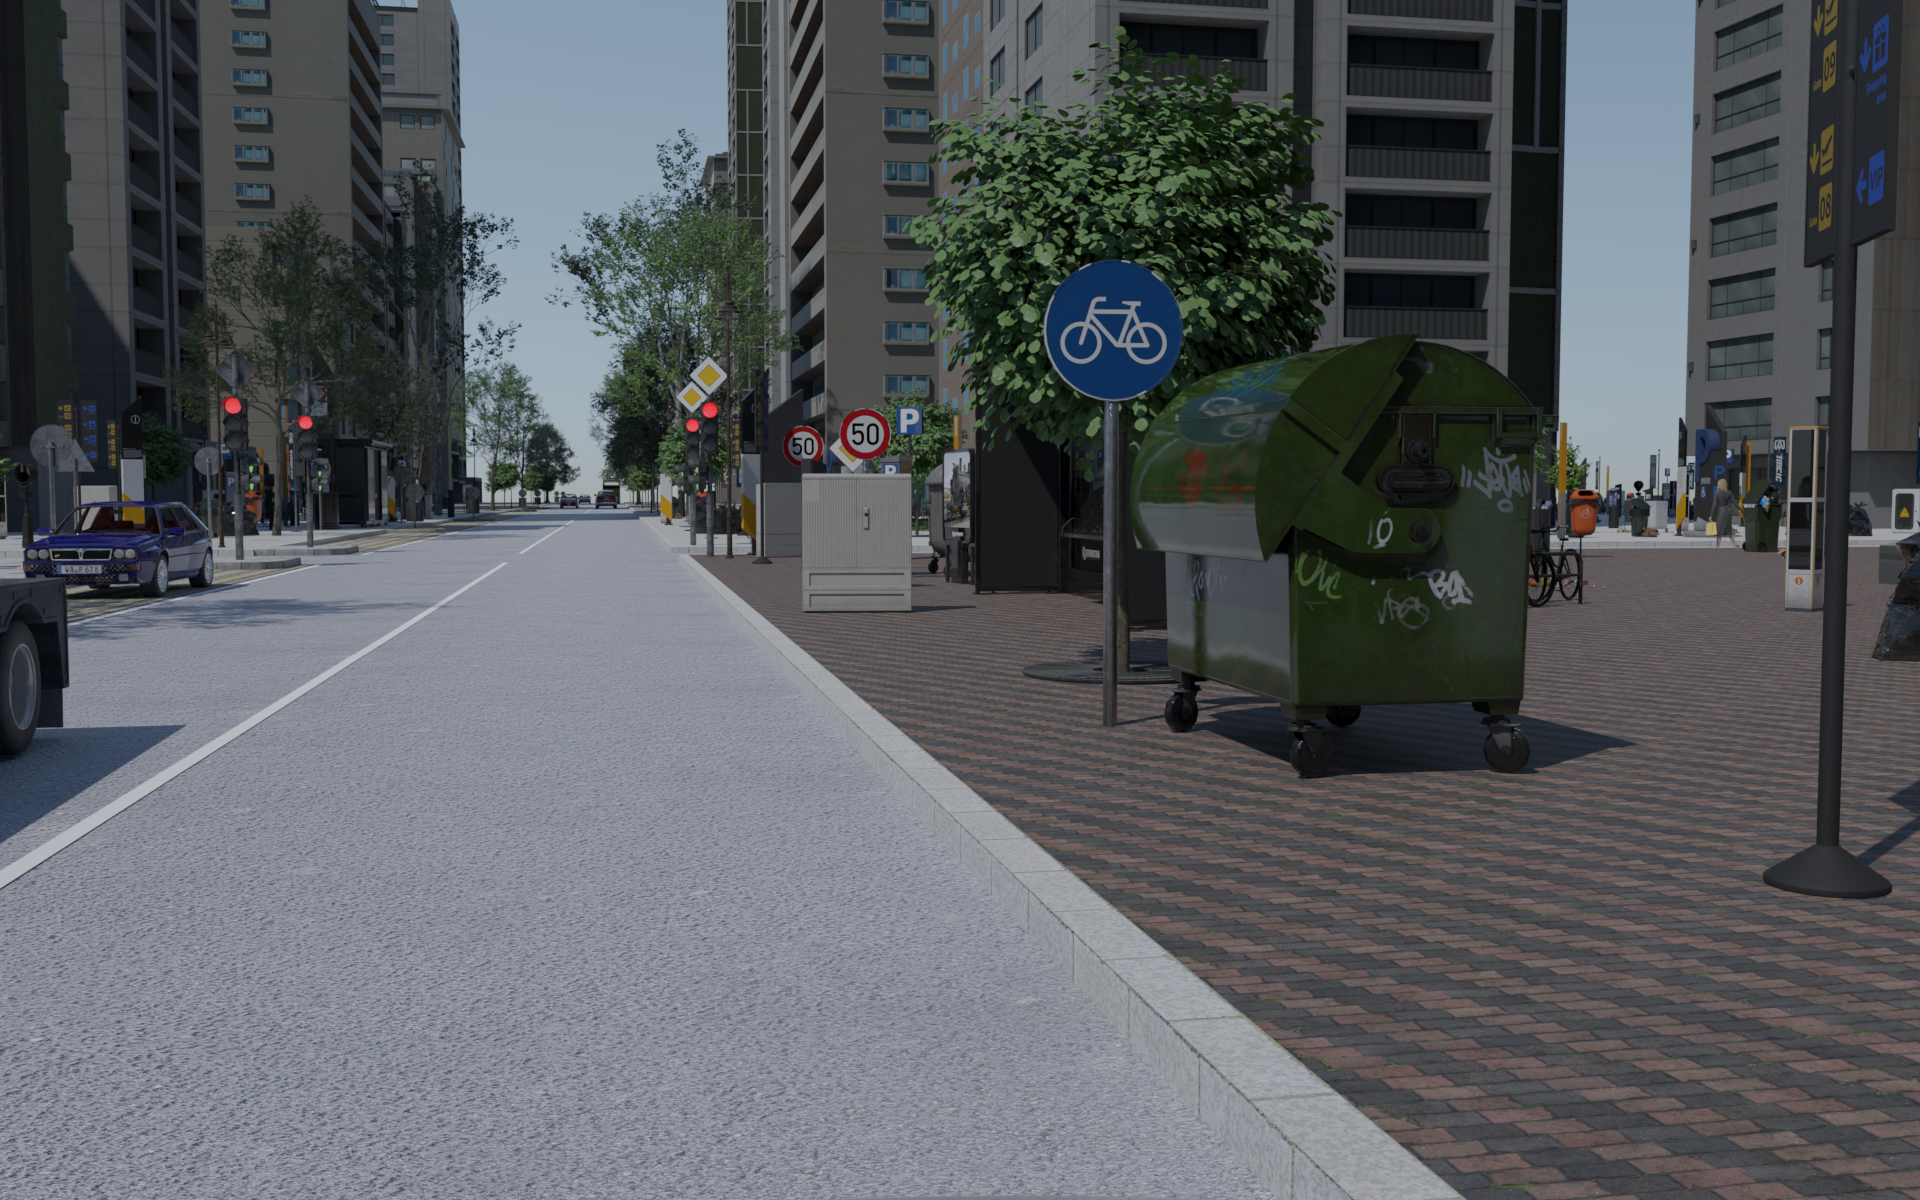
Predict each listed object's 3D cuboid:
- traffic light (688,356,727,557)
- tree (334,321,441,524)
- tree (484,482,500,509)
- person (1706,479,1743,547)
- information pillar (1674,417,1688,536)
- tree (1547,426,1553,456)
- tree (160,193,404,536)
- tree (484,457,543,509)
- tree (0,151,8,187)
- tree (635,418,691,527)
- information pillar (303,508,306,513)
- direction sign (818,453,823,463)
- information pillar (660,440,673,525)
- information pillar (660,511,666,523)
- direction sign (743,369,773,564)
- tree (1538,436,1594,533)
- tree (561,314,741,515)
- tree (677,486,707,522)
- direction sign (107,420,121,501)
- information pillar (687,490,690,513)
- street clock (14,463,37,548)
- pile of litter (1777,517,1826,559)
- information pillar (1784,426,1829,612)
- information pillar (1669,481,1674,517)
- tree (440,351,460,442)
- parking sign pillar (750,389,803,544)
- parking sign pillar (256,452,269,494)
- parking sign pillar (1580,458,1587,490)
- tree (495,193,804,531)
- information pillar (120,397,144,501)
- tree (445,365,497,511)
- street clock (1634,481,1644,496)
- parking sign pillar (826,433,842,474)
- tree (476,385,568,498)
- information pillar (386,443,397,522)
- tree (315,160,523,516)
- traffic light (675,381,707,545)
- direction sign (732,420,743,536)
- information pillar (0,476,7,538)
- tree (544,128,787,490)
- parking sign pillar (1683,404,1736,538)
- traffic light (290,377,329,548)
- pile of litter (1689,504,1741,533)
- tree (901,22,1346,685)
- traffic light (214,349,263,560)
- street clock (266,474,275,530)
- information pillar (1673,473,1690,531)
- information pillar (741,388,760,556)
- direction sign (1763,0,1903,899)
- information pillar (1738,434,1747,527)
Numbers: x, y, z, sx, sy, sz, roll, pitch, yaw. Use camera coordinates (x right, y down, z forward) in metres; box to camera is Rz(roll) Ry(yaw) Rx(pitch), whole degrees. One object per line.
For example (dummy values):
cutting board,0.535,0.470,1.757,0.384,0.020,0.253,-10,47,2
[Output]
traffic light,-5.141,-2.845,35.431,0.839,4.253,0.868,-1,4,-11
tree,-24.380,-7.520,73.315,4.360,8.622,3.978,0,3,0
tree,-41.002,-9.616,151.820,1.663,3.219,1.824,0,3,0
person,19.123,-2.064,42.470,1.509,1.804,0.699,2,4,27
information pillar,21.953,-3.751,52.683,0.183,3.616,0.504,0,4,1
tree,16.603,-4.286,53.787,4.285,4.588,4.351,0,3,0
tree,-20.746,-7.265,53.193,7.601,10.594,8.767,-1,4,-22
tree,-38.933,-10.028,147.674,4.285,4.588,4.351,0,3,0
tree,-13.419,-5.040,16.820,7.601,10.594,8.767,-3,5,-43
tree,-10.239,-5.128,67.564,4.285,4.588,4.351,0,3,0
information pillar,-42.481,-6.599,112.384,0.304,2.012,0.304,-1,4,-17
direction sign,-6.000,-4.931,72.613,0.379,3.537,0.876,2,4,31
information pillar,-12.074,-4.884,71.205,0.504,3.616,0.183,0,4,5
information pillar,-12.968,-4.380,76.100,0.304,2.012,0.304,1,4,16
direction sign,-3.640,-2.435,31.805,0.379,3.537,0.876,0,4,8
tree,20.098,-3.822,57.097,1.663,3.219,1.824,0,3,0
tree,-18.336,-11.666,107.750,9.611,12.733,9.660,0,3,0
tree,-12.476,-5.242,80.311,1.663,3.219,1.824,0,3,0
direction sign,-25.691,-3.727,52.940,0.876,3.537,0.379,1,4,22
information pillar,-18.442,-6.938,117.925,0.304,2.012,0.304,-2,4,-27
street clock,-22.144,-2.234,41.103,0.471,2.002,0.358,1,4,17
pile of litter,16.940,-1.267,34.678,1.719,0.858,1.176,-2,4,-35
information pillar,9.245,-0.883,18.926,0.304,2.012,0.304,-3,5,-43
information pillar,39.117,-5.534,94.966,0.304,2.012,0.304,-1,4,-21
tree,-26.013,-8.101,82.821,4.360,8.622,3.978,0,3,0
parking sign pillar,-4.678,-3.419,44.377,1.447,3.967,1.447,-2,4,-34
parking sign pillar,-42.650,-7.175,105.789,1.447,3.967,1.447,0,4,6
parking sign pillar,45.831,-8.539,128.083,1.447,3.967,1.447,3,5,45
tree,-9.057,-8.201,59.845,9.928,11.665,9.643,0,3,0
information pillar,-19.834,-3.069,41.539,0.183,3.616,0.504,3,5,45
tree,-35.819,-12.678,133.038,9.928,11.665,9.643,0,3,0
street clock,36.363,-5.399,92.848,0.471,2.002,0.358,3,4,37
parking sign pillar,-5.479,-5.339,75.770,1.447,3.967,1.447,-1,4,-16
tree,-46.791,-16.760,184.392,12.009,13.543,11.850,0,3,0
information pillar,-26.214,-5.400,79.647,0.183,3.616,0.504,3,4,37
tree,-31.731,-15.001,101.157,12.611,20.169,13.585,0,3,0
traffic light,-6.699,-3.324,43.263,0.839,4.253,0.868,-1,4,-11
direction sign,-6.686,-3.745,53.231,0.876,3.537,0.379,3,4,39
information pillar,-28.299,-2.848,51.061,0.304,2.012,0.304,-2,4,-34
tree,-15.681,-14.467,92.418,12.611,20.169,13.585,0,3,0
parking sign pillar,22.316,-3.854,51.483,1.447,3.967,1.447,0,4,2
traffic light,-15.584,-3.215,41.485,0.839,4.253,0.868,-1,4,-11
pile of litter,25.138,-2.650,57.288,1.176,0.858,1.719,-1,4,-19
tree,1.203,-1.748,12.290,4.285,4.588,4.351,0,3,0
traffic light,-14.025,-2.736,33.653,0.839,4.253,0.868,-1,4,-11
street clock,-24.688,-3.518,62.093,0.358,2.002,0.471,-1,4,-17
information pillar,25.180,-3.415,60.330,0.304,2.012,0.304,-2,4,-27
information pillar,-4.337,-2.740,36.156,0.504,3.616,0.183,-3,5,-40
direction sign,2.838,-0.830,5.565,0.379,3.537,0.876,1,4,12
information pillar,30.596,-4.669,67.688,0.183,3.616,0.504,3,5,40
